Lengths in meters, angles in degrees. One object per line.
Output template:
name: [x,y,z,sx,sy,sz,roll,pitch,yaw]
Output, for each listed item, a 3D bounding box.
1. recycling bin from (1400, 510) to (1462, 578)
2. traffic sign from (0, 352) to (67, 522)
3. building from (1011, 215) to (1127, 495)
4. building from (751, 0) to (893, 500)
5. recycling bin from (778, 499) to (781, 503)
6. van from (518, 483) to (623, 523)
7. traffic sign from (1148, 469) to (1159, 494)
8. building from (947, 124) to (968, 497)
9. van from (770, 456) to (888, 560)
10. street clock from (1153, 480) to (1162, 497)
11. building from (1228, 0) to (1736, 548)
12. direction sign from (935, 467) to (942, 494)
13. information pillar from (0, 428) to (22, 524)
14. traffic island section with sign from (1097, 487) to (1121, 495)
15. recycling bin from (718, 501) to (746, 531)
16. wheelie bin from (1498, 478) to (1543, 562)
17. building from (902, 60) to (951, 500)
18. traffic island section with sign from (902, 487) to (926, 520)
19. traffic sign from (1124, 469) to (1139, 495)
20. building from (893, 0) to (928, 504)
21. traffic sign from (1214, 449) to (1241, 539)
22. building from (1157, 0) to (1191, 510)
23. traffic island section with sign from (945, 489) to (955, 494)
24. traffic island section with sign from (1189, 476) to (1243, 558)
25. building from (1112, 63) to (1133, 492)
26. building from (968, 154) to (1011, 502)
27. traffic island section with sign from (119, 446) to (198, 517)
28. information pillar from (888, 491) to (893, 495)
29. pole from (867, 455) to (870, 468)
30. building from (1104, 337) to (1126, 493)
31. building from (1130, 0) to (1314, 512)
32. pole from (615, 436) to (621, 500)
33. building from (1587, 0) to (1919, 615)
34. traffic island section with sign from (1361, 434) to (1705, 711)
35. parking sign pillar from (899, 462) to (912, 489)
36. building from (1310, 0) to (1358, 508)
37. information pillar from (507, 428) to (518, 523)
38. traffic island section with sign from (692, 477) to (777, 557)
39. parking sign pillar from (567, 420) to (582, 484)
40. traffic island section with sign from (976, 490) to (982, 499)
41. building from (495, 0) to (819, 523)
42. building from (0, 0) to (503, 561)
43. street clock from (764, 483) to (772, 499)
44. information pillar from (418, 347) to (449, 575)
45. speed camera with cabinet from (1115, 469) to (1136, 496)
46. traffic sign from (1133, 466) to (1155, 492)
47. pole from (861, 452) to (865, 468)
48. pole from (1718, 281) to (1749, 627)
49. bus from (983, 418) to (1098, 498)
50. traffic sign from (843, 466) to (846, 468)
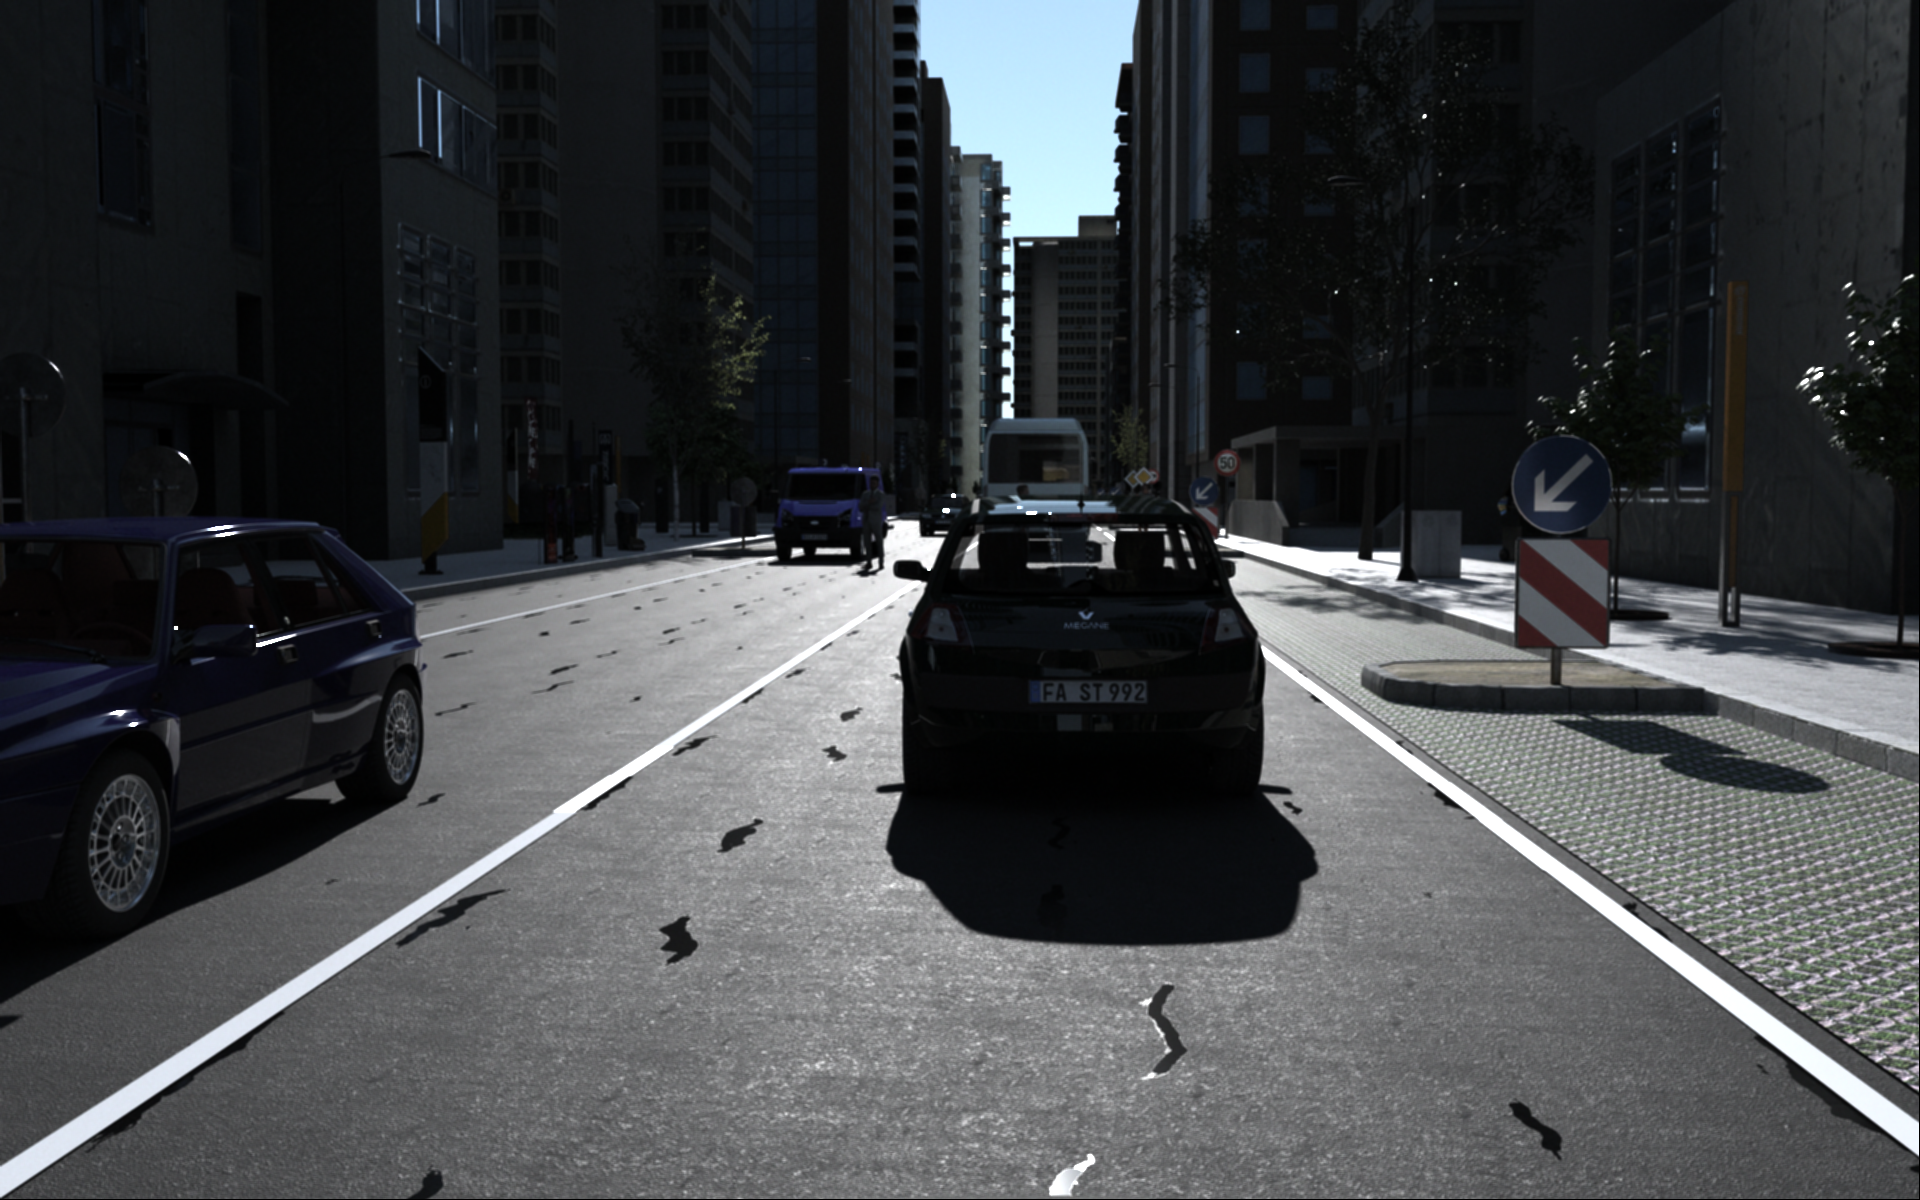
recycling bin: [7.267,-0.868,26.747,0.722,1.027,0.722,0,4,-7]
traffic sign: [-8.415,-0.948,15.605,0.768,2.556,0.104,0,4,5]
building: [19.278,-33.786,244.289,23.993,40.220,32.217,0,4,3]
building: [-12.600,-29.503,132.488,14.600,45.320,14.200,0,4,3]
recycling bin: [-9.938,-5.266,98.658,0.722,1.027,0.722,3,4,38]
van: [-15.008,-3.639,66.505,4.112,2.044,2.013,0,4,3]
traffic sign: [9.619,-5.309,86.908,0.768,2.556,0.104,0,4,7]
building: [-15.163,-36.103,209.888,30.456,49.044,23.786,0,4,3]
van: [-2.886,-2.133,39.266,2.240,2.365,5.245,0,4,4]
street clock: [10.458,-5.335,91.802,0.358,2.002,0.471,-2,4,-32]
building: [24.364,-21.742,47.370,32.217,40.220,23.993,0,4,3]
direction sign: [-1.819,-9.398,145.654,0.379,3.537,0.876,-3,5,-40]
information pillar: [-9.007,-0.723,16.312,0.304,2.012,0.304,2,4,23]
traffic island section with sign: [8.385,-5.292,95.159,1.989,1.847,2.006,0,4,3]
recycling bin: [-7.980,-2.938,60.588,0.722,1.027,0.722,2,4,31]
wheelie bin: [10.753,-1.534,32.993,0.980,1.594,0.693,-1,4,-19]
building: [-8.306,-32.635,183.693,14.600,45.320,14.200,0,4,3]
traffic island section with sign: [-2.137,-5.321,95.628,1.989,1.847,2.006,0,4,3]
traffic sign: [7.018,-4.067,70.134,0.795,2.450,0.064,0,4,3]
building: [-13.747,-51.833,160.135,22.319,86.520,31.000,0,4,3]
traffic sign: [7.618,-3.018,49.447,0.768,2.556,0.104,0,4,5]
building: [21.986,-34.063,98.921,21.231,58.520,28.212,0,4,3]
traffic island section with sign: [-0.655,-6.998,123.053,1.989,1.847,2.006,0,4,3]
traffic island section with sign: [5.427,-1.903,39.736,1.989,1.847,2.006,0,4,3]
building: [26.744,-31.820,174.881,22.147,44.769,28.867,0,4,3]
building: [-8.107,-38.051,241.740,30.456,49.044,23.786,0,4,3]
traffic island section with sign: [-6.527,-0.299,13.515,1.989,1.847,2.006,0,4,3]
information pillar: [-5.094,-7.458,126.433,0.304,2.012,0.304,3,5,39]
pole: [-4.761,-5.872,89.852,0.158,3.312,0.155,0,3,0]
building: [31.324,-21.993,204.623,27.650,21.520,28.899,0,4,3]
building: [22.384,-30.752,152.900,14.600,45.320,14.200,0,4,3]
pole: [-12.057,-4.115,61.120,0.158,3.312,0.155,0,3,0]
building: [20.739,-42.658,10.129,22.319,86.520,31.000,0,4,3]
traffic island section with sign: [3.951,-0.227,12.345,1.989,1.847,2.006,0,4,3]
parking sign pillar: [-4.558,-9.518,144.083,1.447,3.967,1.447,2,4,34]
building: [21.534,-29.262,128.542,14.600,45.320,14.200,0,4,3]
information pillar: [-15.848,-4.283,61.382,0.504,3.616,0.183,3,4,37]
traffic island section with sign: [-5.085,-1.945,40.432,1.989,1.847,2.006,0,4,3]
parking sign pillar: [-14.112,-4.579,63.343,1.447,3.967,1.447,-1,4,-17]
traffic island section with sign: [1.976,-10.016,172.389,1.989,1.847,2.006,0,4,3]
building: [-23.178,-23.939,83.282,32.217,40.220,23.993,0,4,3]
building: [-20.614,-43.431,22.762,22.319,86.520,31.000,0,4,3]
street clock: [-10.702,-5.614,96.354,0.471,2.002,0.358,-1,4,-21]
information pillar: [-8.375,-2.212,27.518,0.504,3.616,0.183,1,4,22]
speed camera with cabinet: [12.943,-8.628,135.404,0.660,3.252,2.038,3,5,40]
traffic sign: [6.591,-3.579,62.160,0.795,2.450,0.064,0,4,3]
pole: [-4.720,-5.515,84.014,0.158,3.312,0.155,0,3,0]
pole: [7.463,-1.399,16.711,0.158,3.312,0.155,0,3,0]
bus: [2.370,-3.287,48.607,2.948,3.499,13.247,0,4,5]
traffic sign: [-4.186,-3.615,62.755,0.795,2.450,0.064,0,4,3]
